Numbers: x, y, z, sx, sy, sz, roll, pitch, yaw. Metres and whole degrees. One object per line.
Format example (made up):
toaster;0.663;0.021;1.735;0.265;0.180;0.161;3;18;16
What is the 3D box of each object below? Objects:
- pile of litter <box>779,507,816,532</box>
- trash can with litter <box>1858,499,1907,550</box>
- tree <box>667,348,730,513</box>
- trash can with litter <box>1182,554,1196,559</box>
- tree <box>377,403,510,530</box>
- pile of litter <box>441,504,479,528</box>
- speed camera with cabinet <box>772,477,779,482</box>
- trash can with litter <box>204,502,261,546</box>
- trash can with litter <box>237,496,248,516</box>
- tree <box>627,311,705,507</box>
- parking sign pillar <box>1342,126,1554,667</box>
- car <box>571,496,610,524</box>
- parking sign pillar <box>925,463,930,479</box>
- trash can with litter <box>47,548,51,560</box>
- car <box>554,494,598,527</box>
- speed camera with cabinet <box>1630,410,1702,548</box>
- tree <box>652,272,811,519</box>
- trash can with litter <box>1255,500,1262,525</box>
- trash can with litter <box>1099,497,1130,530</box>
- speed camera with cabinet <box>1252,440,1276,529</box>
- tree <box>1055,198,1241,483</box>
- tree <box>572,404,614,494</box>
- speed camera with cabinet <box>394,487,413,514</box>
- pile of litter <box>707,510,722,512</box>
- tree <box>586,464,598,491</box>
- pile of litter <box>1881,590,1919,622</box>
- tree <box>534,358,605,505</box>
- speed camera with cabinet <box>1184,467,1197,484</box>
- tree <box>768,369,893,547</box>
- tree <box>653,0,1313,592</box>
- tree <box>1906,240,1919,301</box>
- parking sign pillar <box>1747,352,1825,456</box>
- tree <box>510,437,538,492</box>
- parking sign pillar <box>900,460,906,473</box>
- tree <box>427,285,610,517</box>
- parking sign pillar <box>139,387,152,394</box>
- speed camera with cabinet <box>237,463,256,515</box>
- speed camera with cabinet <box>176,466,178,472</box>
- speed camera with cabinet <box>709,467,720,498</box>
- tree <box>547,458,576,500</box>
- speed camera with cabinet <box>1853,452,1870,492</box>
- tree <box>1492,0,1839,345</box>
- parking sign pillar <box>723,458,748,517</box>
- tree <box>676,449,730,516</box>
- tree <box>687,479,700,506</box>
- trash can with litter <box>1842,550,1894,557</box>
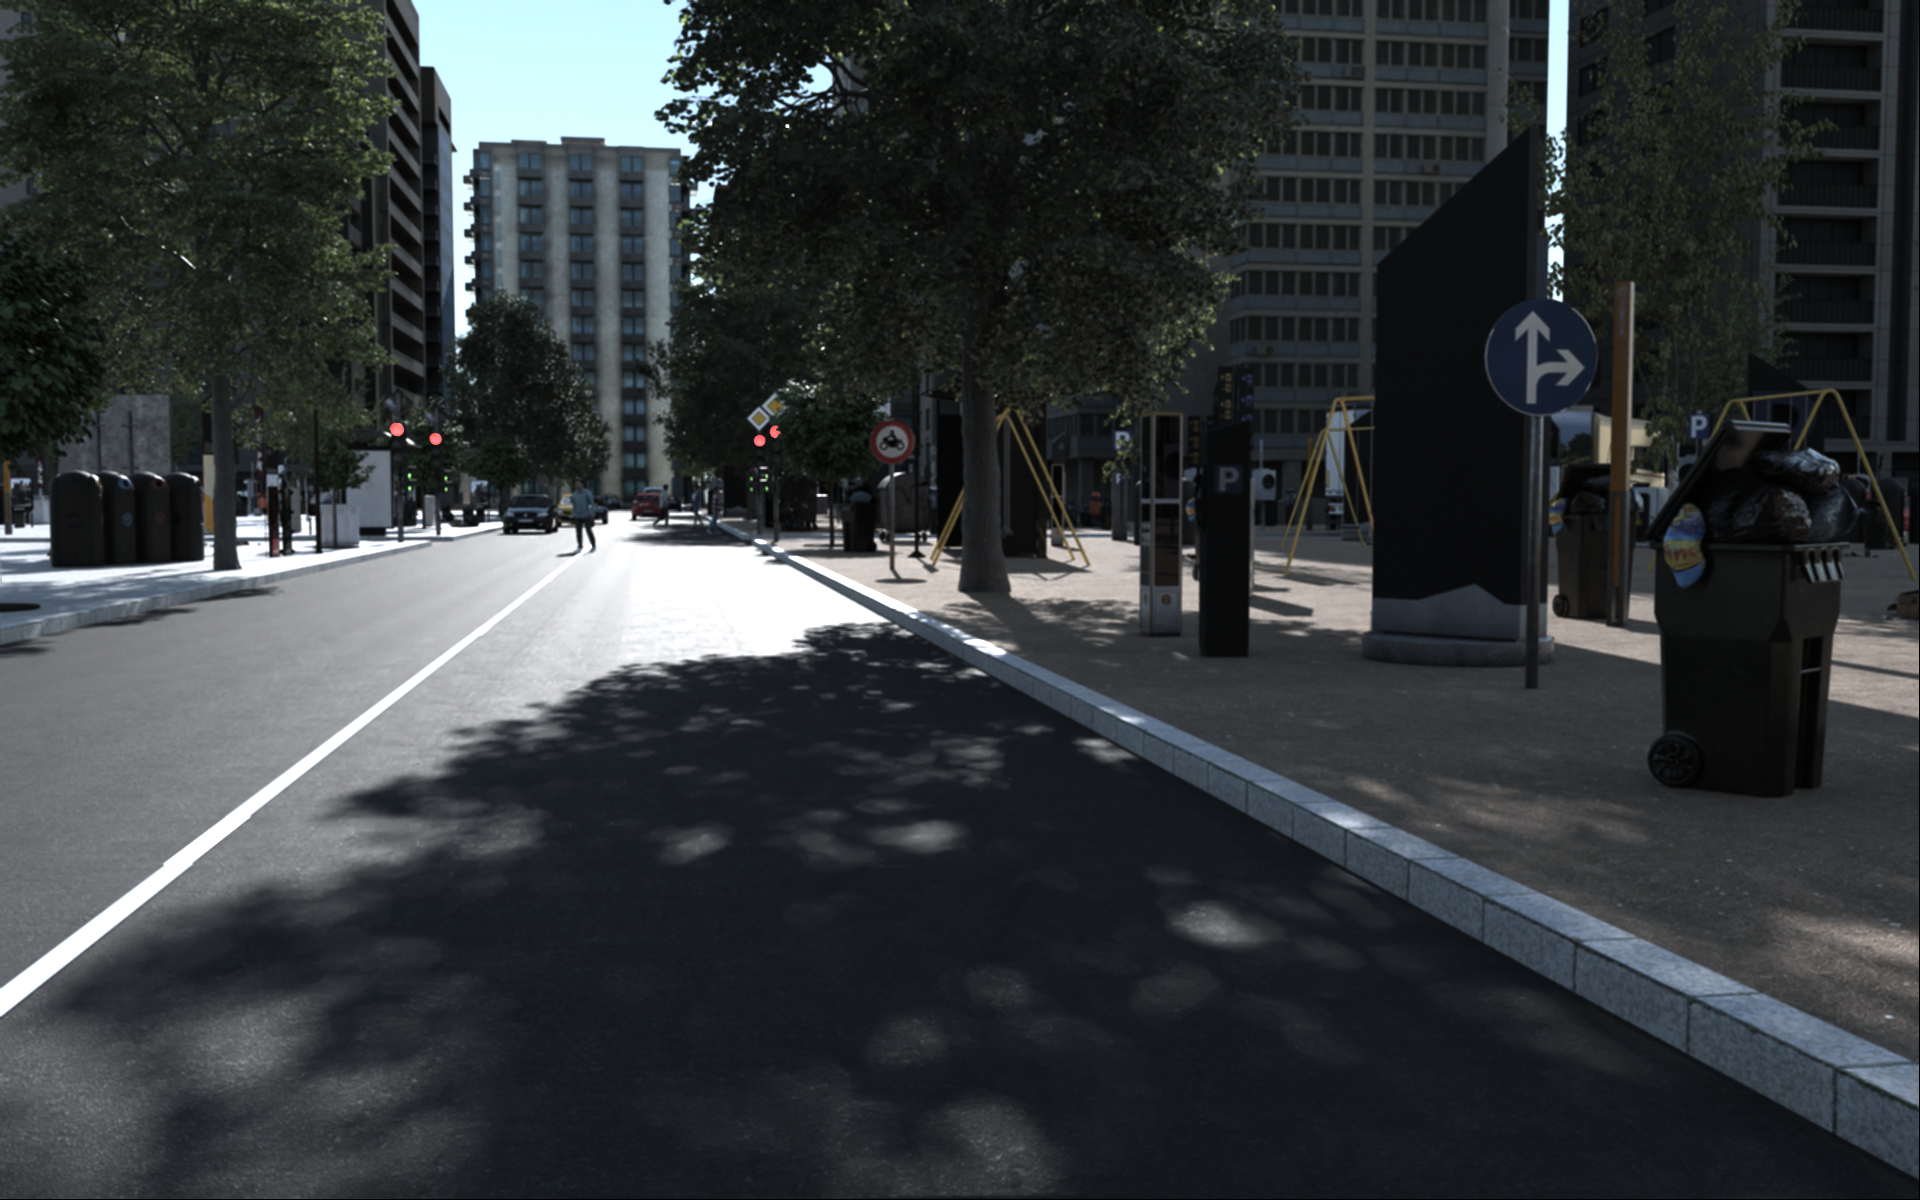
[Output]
pile of litter;-5.772;-2.791;59.593;1.719;0.858;1.176;3;4;36
trash can with litter;21.419;-1.765;40.240;1.055;1.170;0.624;-1;4;-20
tree;-16.427;-12.333;119.767;7.486;12.596;7.792;0;3;0
trash can with litter;4.884;-1.432;34.467;2.233;1.210;1.678;-1;4;-12
tree;-19.384;-4.834;62.748;4.285;4.588;4.351;0;3;0
pile of litter;-19.355;-3.261;67.280;1.176;0.858;1.719;2;4;24
speed camera with cabinet;-9.935;-6.434;99.533;2.038;3.252;0.660;1;4;10
trash can with litter;-18.289;-1.954;43.013;1.678;1.210;2.233;-1;4;-13
trash can with litter;-42.026;-5.509;101.463;0.624;1.170;1.055;-1;4;-21
tree;-25.932;-19.095;168.100;12.611;20.169;13.585;0;3;0
parking sign pillar;3.880;-1.525;13.413;1.447;3.967;1.447;-3;5;-43
car;-17.941;-4.363;83.923;1.945;1.354;3.894;-1;4;-11
parking sign pillar;-1.740;-7.791;115.855;1.447;3.967;1.447;3;4;38
trash can with litter;-17.454;-1.368;33.754;1.055;1.170;0.624;2;4;33
car;-17.149;-4.094;77.160;2.015;1.641;3.980;-1;4;-12
speed camera with cabinet;16.788;-2.868;41.221;0.660;3.252;2.038;-3;5;-44
tree;-10.669;-10.431;87.551;9.611;12.733;9.660;0;3;0
trash can with litter;11.960;-3.631;70.749;0.624;1.170;1.055;3;4;38
trash can with litter;5.569;-3.108;62.204;1.055;1.170;0.624;0;4;-6
speed camera with cabinet;10.402;-4.162;62.388;2.038;3.252;0.660;-2;4;-28
tree;4.278;-5.437;39.262;4.360;8.622;3.978;0;3;0
tree;-34.365;-13.469;154.634;7.601;10.594;8.767;0;4;-1
speed camera with cabinet;-35.606;-7.081;110.109;0.660;3.252;2.038;1;4;15
pile of litter;-17.460;-6.725;123.916;1.176;0.858;1.719;-1;4;-19
tree;-41.814;-14.902;194.005;4.360;8.622;3.978;0;3;0
pile of litter;10.184;-0.244;17.962;1.719;0.858;1.176;-1;4;-23
tree;-33.291;-13.786;143.527;7.486;12.596;7.792;0;3;0
speed camera with cabinet;7.878;-4.151;62.206;2.038;3.252;0.660;-2;4;-24
tree;-3.116;-3.609;42.726;4.285;4.588;4.351;0;3;0
tree;0.328;-7.081;22.435;9.857;13.997;8.962;0;3;0
tree;24.274;-5.513;40.494;4.737;8.622;4.395;0;3;0
parking sign pillar;15.572;-2.706;32.721;1.447;3.967;1.447;1;4;15
tree;-22.420;-6.186;84.853;4.285;4.588;4.351;0;3;0
parking sign pillar;-3.509;-7.704;114.435;1.447;3.967;1.447;-2;4;-29
tree;-24.949;-10.905;95.305;9.611;12.733;9.660;0;3;0
parking sign pillar;-20.886;-3.353;43.298;1.447;3.967;1.447;3;4;36
speed camera with cabinet;-44.895;-7.011;108.969;0.660;3.252;2.038;-3;5;-40
speed camera with cabinet;-54.045;-7.741;120.893;0.660;3.252;2.038;3;4;38
speed camera with cabinet;-14.908;-7.071;109.946;2.038;3.252;0.660;-1;4;-9
tree;-31.306;-11.295;135.030;4.737;8.622;4.395;0;3;0
speed camera with cabinet;40.247;-5.165;78.791;2.038;3.252;0.660;0;4;1
tree;9.110;-4.415;22.546;4.737;8.622;4.395;0;3;0
parking sign pillar;-12.843;-6.764;99.062;1.447;3.967;1.447;1;4;10
tree;-14.104;-9.335;102.995;4.737;8.622;4.395;0;3;0
tree;-29.601;-12.200;194.069;1.663;3.219;1.824;0;3;0
trash can with litter;17.928;-1.500;35.582;2.233;1.210;1.678;2;4;34
